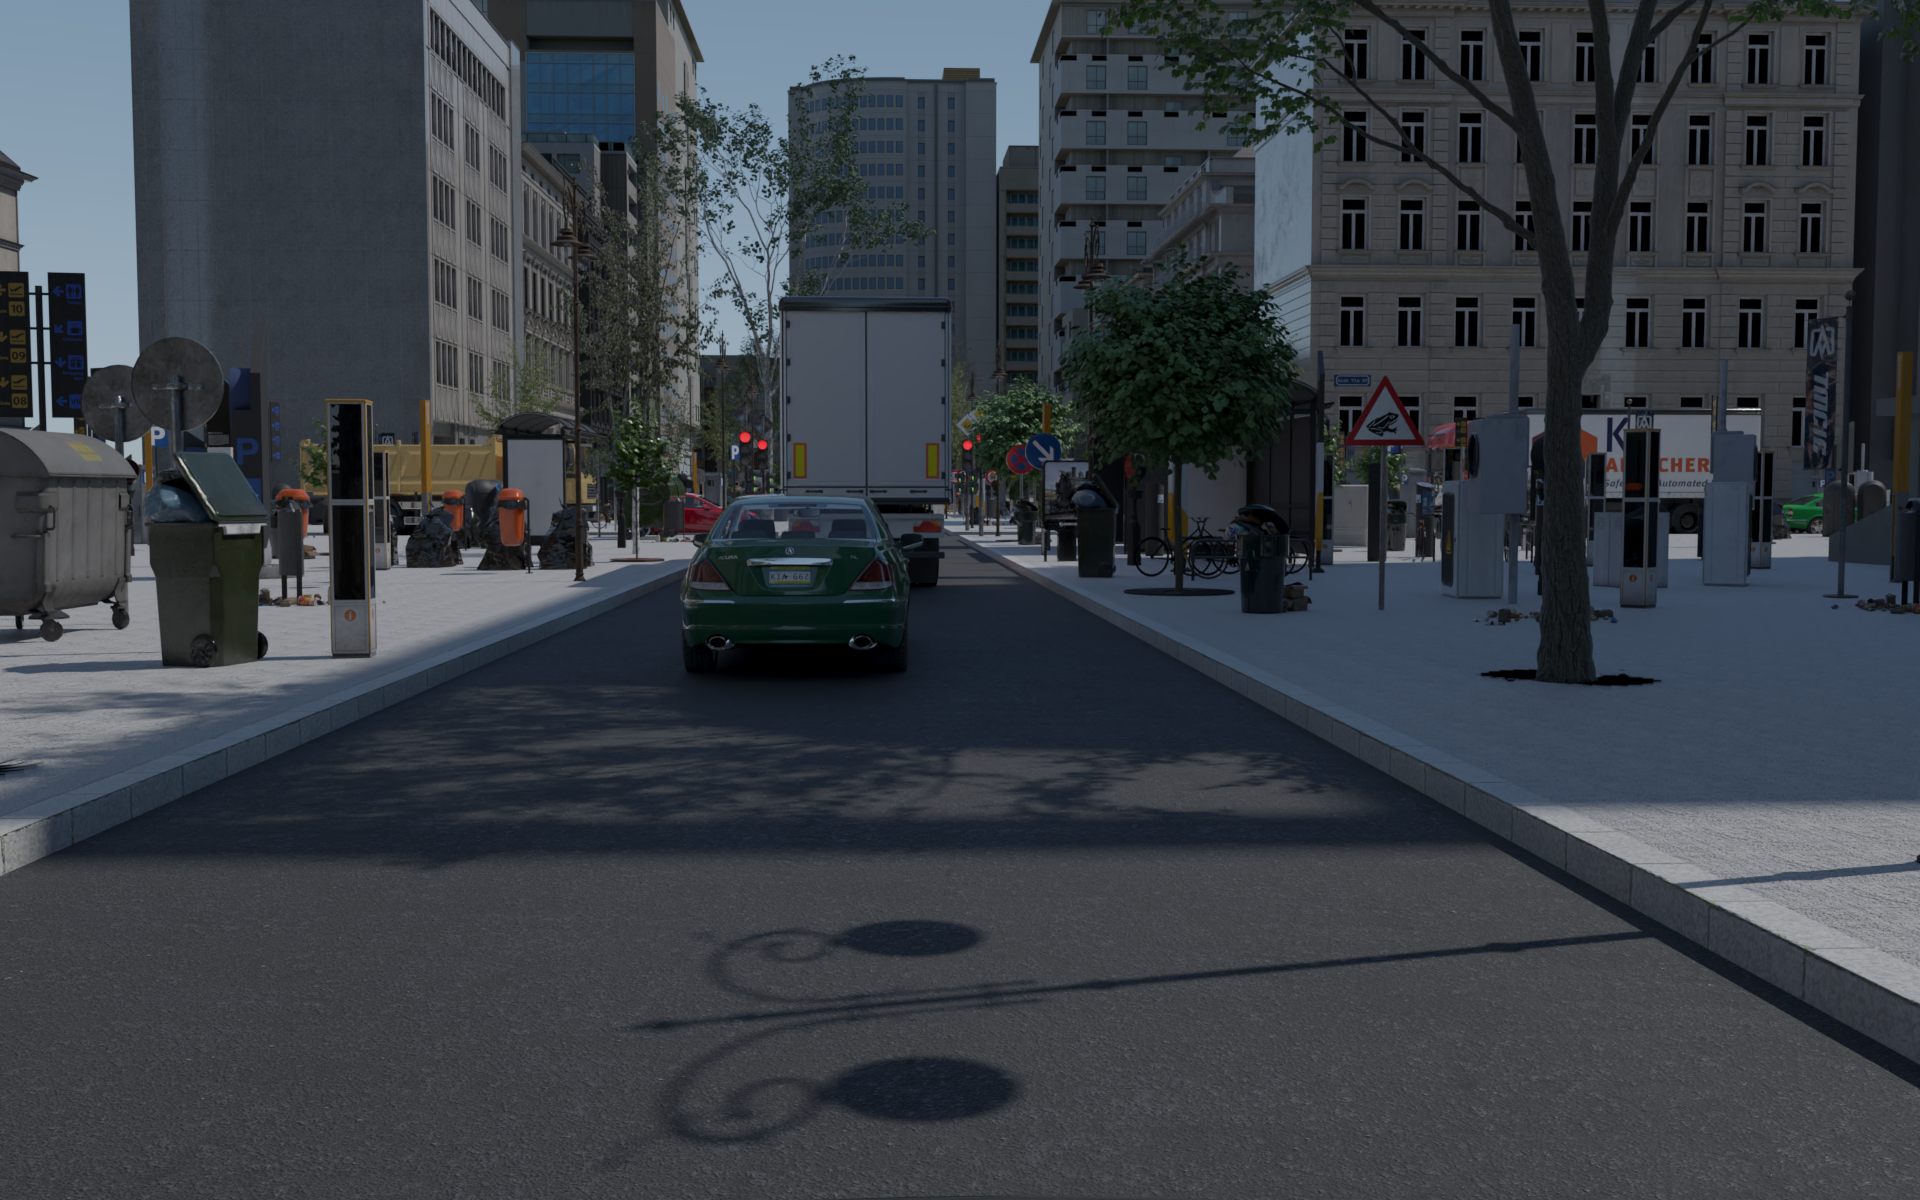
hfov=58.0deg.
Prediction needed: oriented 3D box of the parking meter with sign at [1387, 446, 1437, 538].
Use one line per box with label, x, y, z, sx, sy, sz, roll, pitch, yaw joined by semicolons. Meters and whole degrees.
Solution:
parking meter with sign;13.218;-3.314;50.447;1.738;3.016;0.543;-2;4;-29

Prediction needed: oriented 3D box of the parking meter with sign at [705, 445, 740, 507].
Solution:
parking meter with sign;-8.672;-3.993;61.552;1.738;3.016;0.543;2;4;30

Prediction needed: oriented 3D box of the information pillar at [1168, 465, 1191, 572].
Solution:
information pillar;3.587;-2.263;28.358;0.183;3.616;0.504;3;5;41

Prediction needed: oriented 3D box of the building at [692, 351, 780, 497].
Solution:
building;-38.764;-24.493;245.505;28.899;21.520;27.650;0;4;-3

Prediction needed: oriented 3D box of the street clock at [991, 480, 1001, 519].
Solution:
street clock;1.851;-5.183;89.314;0.471;2.002;0.358;1;4;13

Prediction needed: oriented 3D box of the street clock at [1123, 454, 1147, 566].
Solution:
street clock;3.133;-1.622;31.088;0.358;2.002;0.471;-2;4;-26

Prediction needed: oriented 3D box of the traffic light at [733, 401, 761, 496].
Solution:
traffic light;-6.427;-3.869;52.175;0.839;4.253;0.868;0;4;-3

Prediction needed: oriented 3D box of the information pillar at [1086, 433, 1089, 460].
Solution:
information pillar;4.918;-4.604;66.626;0.183;3.616;0.504;0;4;-2

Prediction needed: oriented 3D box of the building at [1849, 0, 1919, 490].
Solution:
building;52.284;-17.697;82.845;24.014;27.812;14.314;0;4;-3

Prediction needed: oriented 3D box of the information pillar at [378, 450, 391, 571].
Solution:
information pillar;-9.771;-1.506;29.116;0.304;2.012;0.304;0;4;-6

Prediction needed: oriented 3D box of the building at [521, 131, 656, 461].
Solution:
building;-32.852;-22.630;141.700;14.160;30.474;14.107;0;4;-3

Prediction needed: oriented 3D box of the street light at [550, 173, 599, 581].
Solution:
street light;-5.607;-3.215;25.353;0.468;5.910;1.993;0;4;-3

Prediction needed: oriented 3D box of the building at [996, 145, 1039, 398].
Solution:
building;15.291;-37.926;243.795;21.600;48.544;21.300;0;4;-3

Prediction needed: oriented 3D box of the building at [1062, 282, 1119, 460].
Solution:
building;24.540;-19.027;156.127;27.650;21.520;28.899;0;4;-3

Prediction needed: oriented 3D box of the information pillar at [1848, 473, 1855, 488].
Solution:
information pillar;31.498;-3.483;61.444;0.304;2.012;0.304;-1;4;-17

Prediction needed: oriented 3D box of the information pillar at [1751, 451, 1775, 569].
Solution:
information pillar;13.690;-1.539;29.651;0.304;2.012;0.304;-2;4;-29

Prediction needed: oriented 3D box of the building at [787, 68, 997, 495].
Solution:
building;-9.637;-42.840;242.425;28.212;58.520;21.231;0;4;-3

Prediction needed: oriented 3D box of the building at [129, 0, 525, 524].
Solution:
building;-28.884;-16.173;82.450;12.078;24.808;19.932;0;4;-3

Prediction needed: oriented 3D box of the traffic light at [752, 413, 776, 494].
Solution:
traffic light;-6.818;-4.357;60.150;0.839;4.253;0.868;0;4;-3

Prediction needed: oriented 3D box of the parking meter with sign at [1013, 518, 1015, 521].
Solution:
parking meter with sign;3.161;-4.860;75.715;1.738;3.016;0.543;0;4;-4

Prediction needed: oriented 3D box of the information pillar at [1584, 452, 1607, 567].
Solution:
information pillar;11.263;-1.602;30.689;0.304;2.012;0.304;1;4;13

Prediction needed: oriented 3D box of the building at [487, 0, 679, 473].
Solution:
building;-33.133;-30.909;155.475;14.600;45.320;14.200;0;4;-3

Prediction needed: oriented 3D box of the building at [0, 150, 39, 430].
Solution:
building;-53.076;-12.980;76.858;19.286;19.102;10.561;0;4;-3

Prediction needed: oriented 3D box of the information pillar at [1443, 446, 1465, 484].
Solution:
information pillar;7.663;-1.372;26.925;0.304;2.012;0.304;1;4;21

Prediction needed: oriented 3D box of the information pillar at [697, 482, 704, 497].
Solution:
information pillar;-13.413;-5.209;89.660;0.304;2.012;0.304;0;3;0

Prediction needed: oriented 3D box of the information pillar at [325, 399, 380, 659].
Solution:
information pillar;-4.775;-0.557;13.600;0.304;2.012;0.304;-1;4;-9

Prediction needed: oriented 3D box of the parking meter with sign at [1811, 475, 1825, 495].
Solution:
parking meter with sign;34.936;-4.532;70.354;0.543;3.016;1.738;0;4;5

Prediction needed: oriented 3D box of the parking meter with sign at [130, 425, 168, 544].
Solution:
parking meter with sign;-20.977;-2.953;44.545;1.738;3.016;0.543;3;5;43

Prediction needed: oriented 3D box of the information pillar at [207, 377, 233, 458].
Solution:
information pillar;-13.145;-2.411;30.771;0.504;3.616;0.183;1;4;13

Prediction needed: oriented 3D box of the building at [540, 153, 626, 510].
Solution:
building;-30.713;-17.806;120.805;12.332;23.373;15.834;0;4;-3

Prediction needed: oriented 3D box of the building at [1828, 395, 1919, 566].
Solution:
building;32.990;-20.416;25.682;32.217;40.220;23.993;0;4;-3

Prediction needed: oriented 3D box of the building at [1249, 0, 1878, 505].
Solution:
building;26.991;-17.359;81.076;25.104;27.353;12.463;0;4;-3

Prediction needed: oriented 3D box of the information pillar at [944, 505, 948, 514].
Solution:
information pillar;-0.977;-7.224;109.463;0.504;3.616;0.183;-2;4;-32

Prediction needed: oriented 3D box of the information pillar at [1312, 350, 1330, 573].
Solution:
information pillar;5.837;-2.248;28.102;0.183;3.616;0.504;0;4;7

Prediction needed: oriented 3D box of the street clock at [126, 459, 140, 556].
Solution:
street clock;-17.215;-1.909;35.784;0.358;2.002;0.471;3;4;37

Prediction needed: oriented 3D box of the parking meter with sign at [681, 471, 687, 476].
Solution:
parking meter with sign;-20.222;-8.221;130.674;1.738;3.016;0.543;3;4;38

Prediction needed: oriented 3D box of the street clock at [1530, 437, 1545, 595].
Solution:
street clock;7.449;-1.058;21.874;0.471;2.002;0.358;-1;4;-23

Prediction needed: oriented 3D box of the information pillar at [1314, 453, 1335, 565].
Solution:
information pillar;6.588;-1.641;31.315;0.304;2.012;0.304;0;4;3

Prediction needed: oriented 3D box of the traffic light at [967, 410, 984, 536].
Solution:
traffic light;0.625;-3.891;52.535;0.839;4.253;0.868;0;4;-3

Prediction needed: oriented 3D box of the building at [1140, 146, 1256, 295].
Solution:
building;19.314;-16.099;105.026;13.314;21.916;24.055;0;4;-3

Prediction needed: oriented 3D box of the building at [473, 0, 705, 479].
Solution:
building;-41.692;-36.186;180.886;27.495;52.752;28.713;0;4;-3

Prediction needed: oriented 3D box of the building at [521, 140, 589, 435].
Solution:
building;-29.098;-16.749;102.731;11.050;23.489;19.941;0;4;-3

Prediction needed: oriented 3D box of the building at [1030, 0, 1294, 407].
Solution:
building;22.858;-36.332;183.269;28.713;52.752;27.495;0;4;-3

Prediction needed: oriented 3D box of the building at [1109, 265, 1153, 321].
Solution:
building;16.692;-16.052;127.071;10.561;19.102;19.286;0;4;-3

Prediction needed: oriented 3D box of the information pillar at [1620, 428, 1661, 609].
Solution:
information pillar;7.665;-0.919;19.517;0.304;2.012;0.304;-3;5;-44

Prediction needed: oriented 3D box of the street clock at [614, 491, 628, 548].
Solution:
street clock;-8.043;-2.236;41.129;0.358;2.002;0.471;0;4;-4

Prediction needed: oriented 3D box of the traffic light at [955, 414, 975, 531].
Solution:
traffic light;0.234;-4.379;60.511;0.839;4.253;0.868;0;4;-3

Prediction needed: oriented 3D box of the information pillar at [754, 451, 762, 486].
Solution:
information pillar;-9.919;-5.733;85.082;0.504;3.616;0.183;0;4;-8

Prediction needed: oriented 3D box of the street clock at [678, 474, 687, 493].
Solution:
street clock;-9.845;-3.474;61.378;0.358;2.002;0.471;-2;4;-29
